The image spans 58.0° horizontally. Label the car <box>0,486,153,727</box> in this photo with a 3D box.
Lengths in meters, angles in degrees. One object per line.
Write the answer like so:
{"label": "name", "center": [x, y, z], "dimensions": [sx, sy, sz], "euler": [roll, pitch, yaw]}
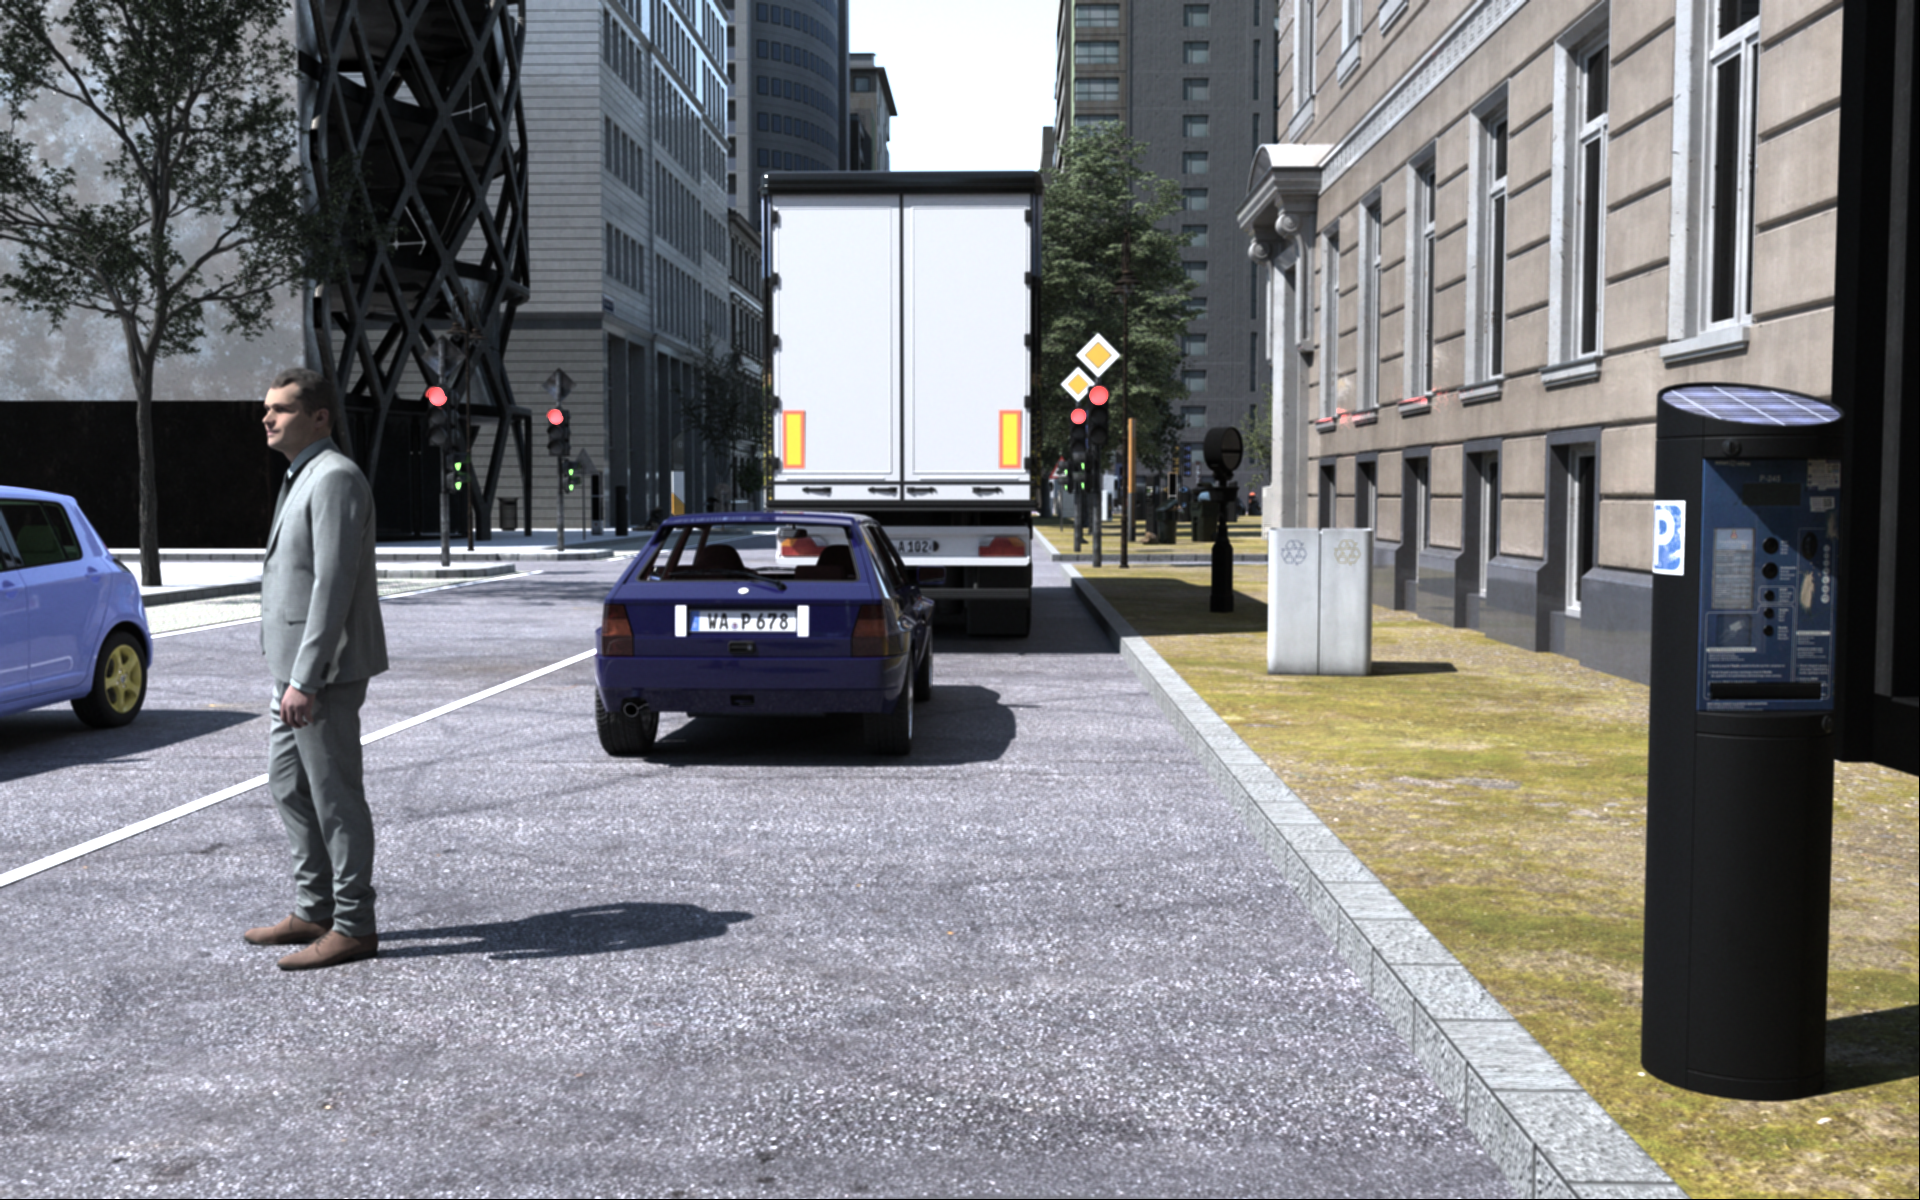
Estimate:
{"label": "car", "center": [-6.040, 0.010, 9.422], "dimensions": [1.945, 1.707, 3.694], "euler": [0, 4, 3]}

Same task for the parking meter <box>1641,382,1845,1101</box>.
{"label": "parking meter", "center": [1.709, 0.282, 3.793], "dimensions": [0.372, 1.533, 0.369], "euler": [0, 3, 0]}

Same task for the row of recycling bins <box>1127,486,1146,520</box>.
{"label": "row of recycling bins", "center": [8.992, -4.821, 85.943], "dimensions": [1.069, 1.692, 3.534], "euler": [1, 4, 15]}

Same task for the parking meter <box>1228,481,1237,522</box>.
{"label": "parking meter", "center": [12.322, -4.442, 78.341], "dimensions": [0.399, 1.863, 0.255], "euler": [2, 4, 27]}

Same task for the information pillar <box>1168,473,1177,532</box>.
{"label": "information pillar", "center": [7.282, -3.356, 59.355], "dimensions": [0.304, 2.012, 0.304], "euler": [0, 4, 6]}

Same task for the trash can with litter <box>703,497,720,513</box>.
{"label": "trash can with litter", "center": [-10.087, -3.676, 71.486], "dimensions": [0.624, 1.170, 1.055], "euler": [1, 4, 22]}

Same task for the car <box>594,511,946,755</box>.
{"label": "car", "center": [-1.080, 0.105, 10.871], "dimensions": [1.945, 1.354, 3.894], "euler": [0, 4, 2]}

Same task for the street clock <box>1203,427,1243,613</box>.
{"label": "street clock", "center": [2.853, -0.871, 18.810], "dimensions": [0.358, 2.002, 0.471], "euler": [3, 4, 39]}

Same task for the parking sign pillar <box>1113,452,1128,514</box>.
{"label": "parking sign pillar", "center": [10.421, -7.396, 109.392], "dimensions": [1.447, 3.967, 1.447], "euler": [2, 4, 24]}

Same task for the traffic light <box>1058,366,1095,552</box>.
{"label": "traffic light", "center": [2.581, -3.015, 38.219], "dimensions": [0.839, 4.253, 0.868], "euler": [0, 4, 1]}

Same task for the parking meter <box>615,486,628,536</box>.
{"label": "parking meter", "center": [-10.387, -2.735, 53.129], "dimensions": [0.372, 1.533, 0.369], "euler": [0, 3, 0]}

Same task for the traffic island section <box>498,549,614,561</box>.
{"label": "traffic island section", "center": [-8.917, -0.999, 38.620], "dimensions": [2.009, 0.180, 2.903], "euler": [0, 4, 1]}

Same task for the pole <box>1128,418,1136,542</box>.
{"label": "pole", "center": [4.632, -3.230, 46.654], "dimensions": [0.158, 3.312, 0.155], "euler": [0, 3, 0]}

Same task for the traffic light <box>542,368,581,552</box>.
{"label": "traffic light", "center": [-8.878, -3.031, 38.484], "dimensions": [0.839, 4.253, 0.868], "euler": [0, 4, 1]}

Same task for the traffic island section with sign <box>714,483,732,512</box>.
{"label": "traffic island section with sign", "center": [-8.376, -3.208, 61.072], "dimensions": [1.989, 1.847, 2.006], "euler": [0, 4, 1]}

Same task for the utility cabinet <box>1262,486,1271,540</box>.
{"label": "utility cabinet", "center": [8.641, -2.333, 46.829], "dimensions": [0.318, 1.500, 1.173], "euler": [-2, 4, -29]}

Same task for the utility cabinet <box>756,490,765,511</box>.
{"label": "utility cabinet", "center": [-10.591, -5.230, 94.185], "dimensions": [0.318, 1.500, 1.173], "euler": [2, 4, 34]}

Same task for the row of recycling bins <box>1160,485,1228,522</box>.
{"label": "row of recycling bins", "center": [10.618, -4.412, 79.256], "dimensions": [3.534, 1.692, 1.069], "euler": [0, 4, 4]}

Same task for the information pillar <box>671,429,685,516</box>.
{"label": "information pillar", "center": [-10.191, -4.362, 62.670], "dimensions": [0.504, 3.616, 0.183], "euler": [-3, 5, -40]}

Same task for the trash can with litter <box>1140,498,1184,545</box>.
{"label": "trash can with litter", "center": [5.132, -2.001, 44.097], "dimensions": [1.055, 1.170, 0.624], "euler": [-2, 4, -35]}

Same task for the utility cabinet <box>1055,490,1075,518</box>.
{"label": "utility cabinet", "center": [5.798, -5.115, 92.312], "dimensions": [1.173, 1.500, 0.318], "euler": [-2, 4, -27]}

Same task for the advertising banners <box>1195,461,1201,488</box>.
{"label": "advertising banners", "center": [12.934, -5.800, 91.012], "dimensions": [0.090, 3.025, 2.074], "euler": [3, 5, 43]}

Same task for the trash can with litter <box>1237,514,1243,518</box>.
{"label": "trash can with litter", "center": [14.195, -5.044, 93.521], "dimensions": [2.233, 1.210, 1.678], "euler": [0, 4, 4]}

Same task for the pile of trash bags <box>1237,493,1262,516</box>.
{"label": "pile of trash bags", "center": [17.169, -5.710, 103.118], "dimensions": [1.912, 1.369, 3.447], "euler": [1, 4, 19]}

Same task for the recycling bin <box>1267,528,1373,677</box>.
{"label": "recycling bin", "center": [2.603, 0.001, 12.542], "dimensions": [0.722, 1.027, 0.722], "euler": [1, 4, 11]}

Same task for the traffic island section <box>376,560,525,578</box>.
{"label": "traffic island section", "center": [-9.114, -0.511, 30.637], "dimensions": [2.009, 0.180, 2.903], "euler": [0, 4, 1]}

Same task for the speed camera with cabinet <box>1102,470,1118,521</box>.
{"label": "speed camera with cabinet", "center": [6.993, -5.381, 82.311], "dimensions": [0.660, 3.252, 2.038], "euler": [1, 4, 19]}

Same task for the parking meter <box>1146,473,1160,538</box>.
{"label": "parking meter", "center": [5.304, -2.565, 47.651], "dimensions": [0.255, 1.863, 0.399], "euler": [3, 4, 37]}

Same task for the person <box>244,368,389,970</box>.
{"label": "person", "center": [-1.965, 0.200, 5.325], "dimensions": [0.391, 1.810, 0.635], "euler": [-2, 4, -32]}

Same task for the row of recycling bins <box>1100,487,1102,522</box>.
{"label": "row of recycling bins", "center": [5.902, -4.338, 78.042], "dimensions": [1.069, 1.692, 3.534], "euler": [0, 4, 5]}

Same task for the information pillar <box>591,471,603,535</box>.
{"label": "information pillar", "center": [-11.360, -3.041, 54.210], "dimensions": [0.304, 2.012, 0.304], "euler": [0, 4, 6]}

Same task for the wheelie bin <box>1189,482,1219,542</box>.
{"label": "wheelie bin", "center": [6.560, -2.355, 46.415], "dimensions": [0.693, 1.594, 0.980], "euler": [-2, 4, -26]}

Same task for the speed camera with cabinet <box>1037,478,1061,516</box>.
{"label": "speed camera with cabinet", "center": [5.241, -6.558, 101.556], "dimensions": [0.660, 3.252, 2.038], "euler": [-2, 4, -26]}
